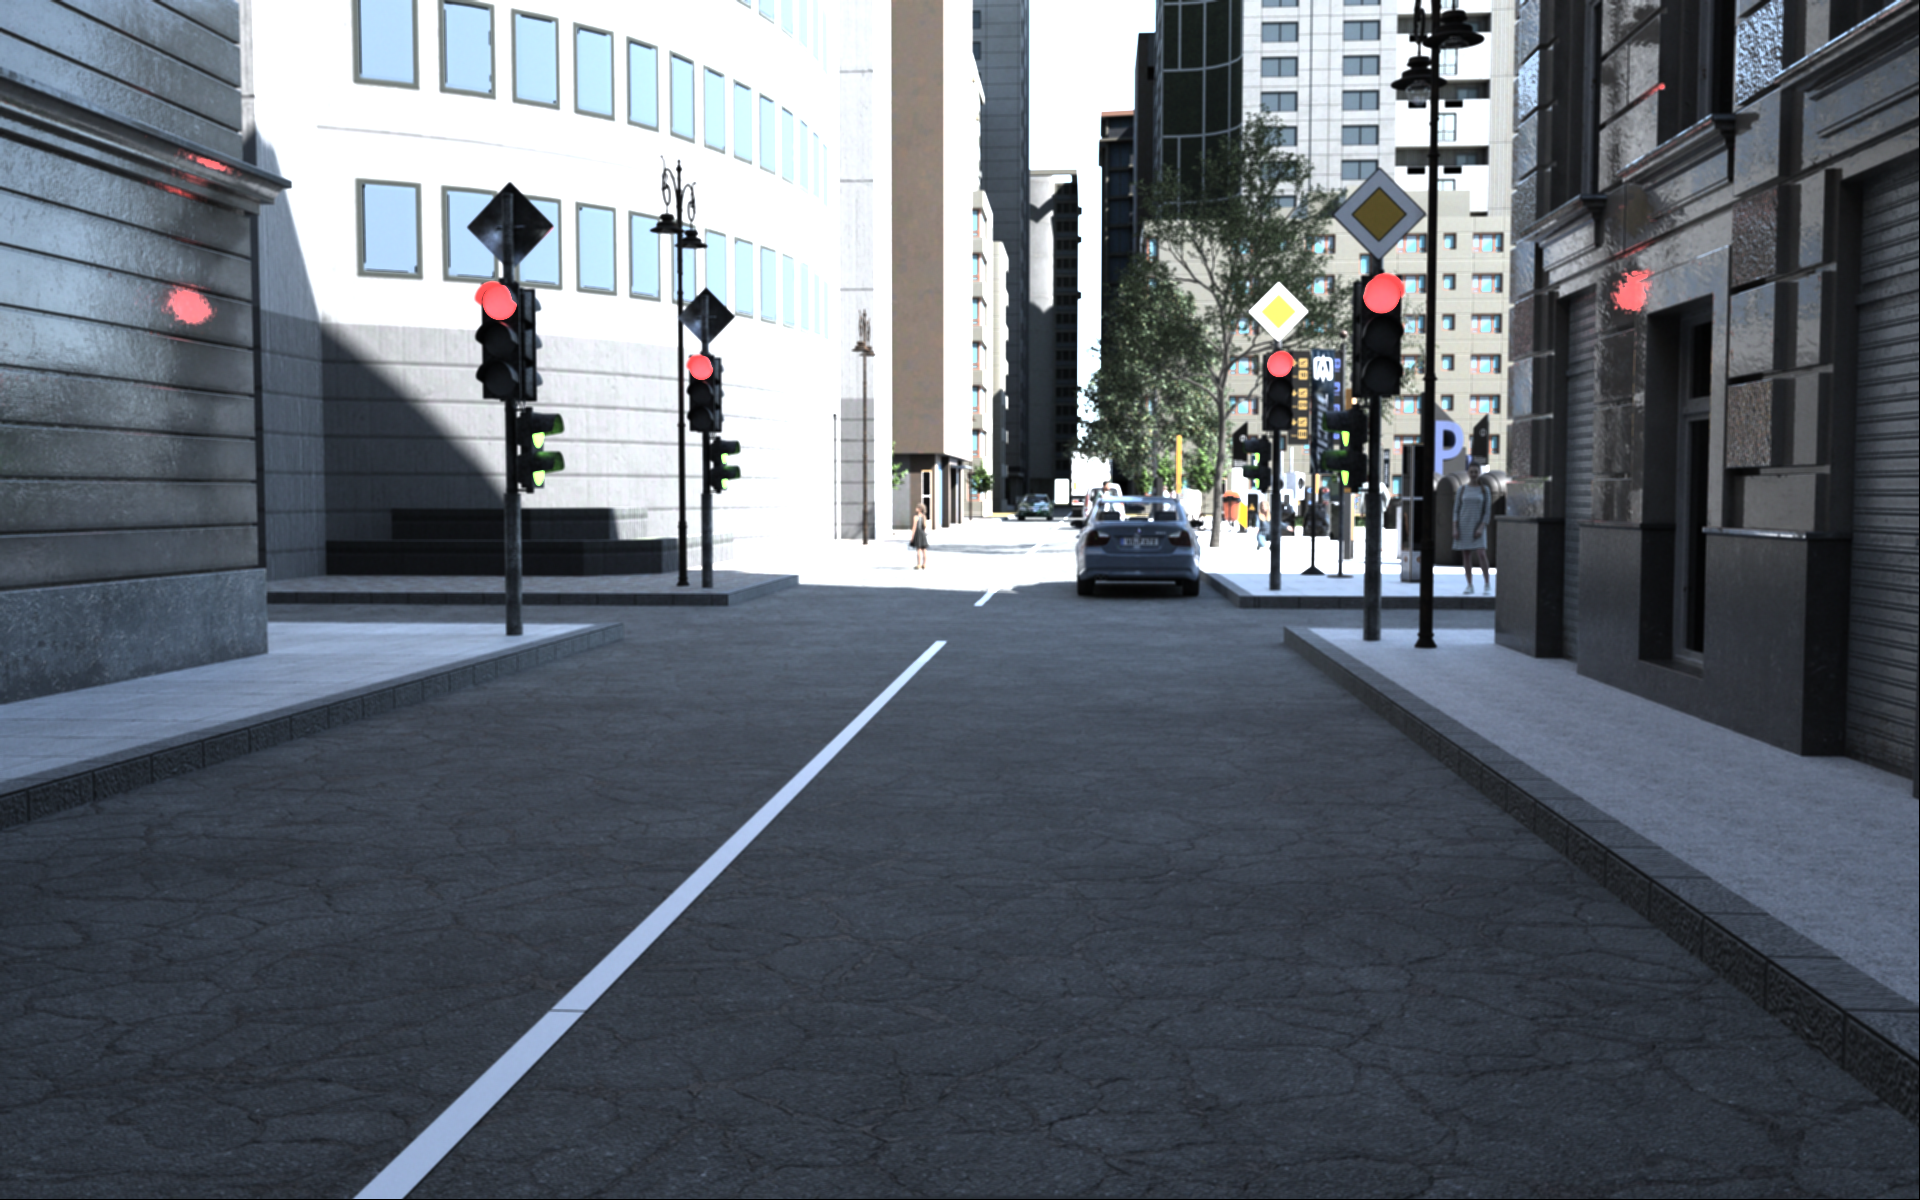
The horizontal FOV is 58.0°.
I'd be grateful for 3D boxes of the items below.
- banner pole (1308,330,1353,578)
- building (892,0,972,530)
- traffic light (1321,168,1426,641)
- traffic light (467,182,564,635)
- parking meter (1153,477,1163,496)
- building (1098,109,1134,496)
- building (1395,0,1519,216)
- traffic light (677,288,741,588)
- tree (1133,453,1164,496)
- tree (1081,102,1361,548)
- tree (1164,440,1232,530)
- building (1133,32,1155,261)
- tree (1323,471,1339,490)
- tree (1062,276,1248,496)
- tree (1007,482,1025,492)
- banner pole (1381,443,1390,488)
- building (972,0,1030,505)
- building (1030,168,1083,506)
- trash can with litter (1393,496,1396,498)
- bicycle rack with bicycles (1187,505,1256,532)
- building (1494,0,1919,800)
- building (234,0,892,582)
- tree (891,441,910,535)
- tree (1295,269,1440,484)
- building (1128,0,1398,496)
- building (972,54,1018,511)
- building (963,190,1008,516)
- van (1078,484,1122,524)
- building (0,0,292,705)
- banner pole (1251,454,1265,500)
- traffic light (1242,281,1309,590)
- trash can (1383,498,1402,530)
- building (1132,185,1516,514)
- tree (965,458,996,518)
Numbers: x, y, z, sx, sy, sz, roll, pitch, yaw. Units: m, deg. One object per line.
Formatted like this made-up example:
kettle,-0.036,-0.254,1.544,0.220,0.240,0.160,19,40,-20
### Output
banner pole,5.658,-2.230,26.470,0.863,3.779,0.401,-2,4,-29
building,-6.902,-25.499,67.015,14.600,45.320,14.200,0,4,4
traffic light,3.600,-1.601,15.098,0.839,4.253,0.868,0,4,4
traffic light,-4.041,-1.635,15.654,0.839,4.253,0.868,0,4,4
parking meter,6.931,-3.358,60.613,0.255,1.863,0.399,-1,4,-9
building,28.012,-32.824,191.298,28.867,44.769,22.147,0,4,4
building,45.825,-34.701,156.607,27.495,52.752,28.713,0,4,4
traffic light,-3.443,-2.122,23.617,0.839,4.253,0.868,0,4,4
tree,8.166,-4.575,69.402,1.663,3.219,1.824,0,3,0
tree,6.424,-6.520,41.011,7.601,10.594,8.767,0,4,2
tree,8.623,-4.115,61.876,1.663,3.219,1.824,0,3,0
building,23.629,-31.533,165.671,14.600,45.320,14.200,0,4,4
tree,17.501,-5.130,78.470,1.663,3.219,1.824,0,3,0
tree,10.031,-10.535,89.259,9.611,12.733,9.660,0,3,0
tree,5.006,-9.741,153.866,1.663,3.219,1.824,0,3,0
banner pole,20.794,-5.802,84.883,0.401,3.779,0.863,-1,4,-22
building,-3.968,-44.385,163.954,20.611,71.187,20.563,0,4,4
building,1.845,-30.898,197.067,23.993,40.220,32.217,0,4,4
trash can with litter,24.191,-5.120,95.096,1.055,1.170,0.624,1,4,16
bicycle rack with bicycles,9.122,-2.745,58.270,2.852,0.926,2.925,-1,4,-12
building,9.316,-12.497,1.588,12.463,27.353,25.104,0,4,4
building,-13.595,-30.329,37.880,21.231,58.520,28.212,0,4,4
tree,-2.390,-3.665,54.518,1.663,3.219,1.824,0,3,0
tree,13.360,-6.491,56.492,4.360,8.622,3.978,0,3,0
building,24.905,-43.349,147.013,20.563,71.187,20.611,0,4,4
building,-11.075,-27.448,140.660,32.217,40.220,23.993,0,4,4
building,-11.354,-16.463,114.216,27.650,21.520,28.899,0,4,4
van,5.873,-3.925,71.186,2.013,2.044,4.112,0,4,3
building,-22.846,-11.636,9.339,34.723,24.649,14.460,0,4,4
banner pole,13.296,-5.312,76.872,0.863,3.779,0.401,0,4,-8
traffic light,4.198,-2.088,23.061,0.839,4.253,0.868,0,4,4
trash can,15.473,-3.088,62.140,0.748,1.137,0.748,0,3,0
building,26.449,-16.999,122.965,27.650,21.520,28.899,0,4,4
tree,1.056,-5.986,92.477,1.663,3.219,1.824,0,3,0
